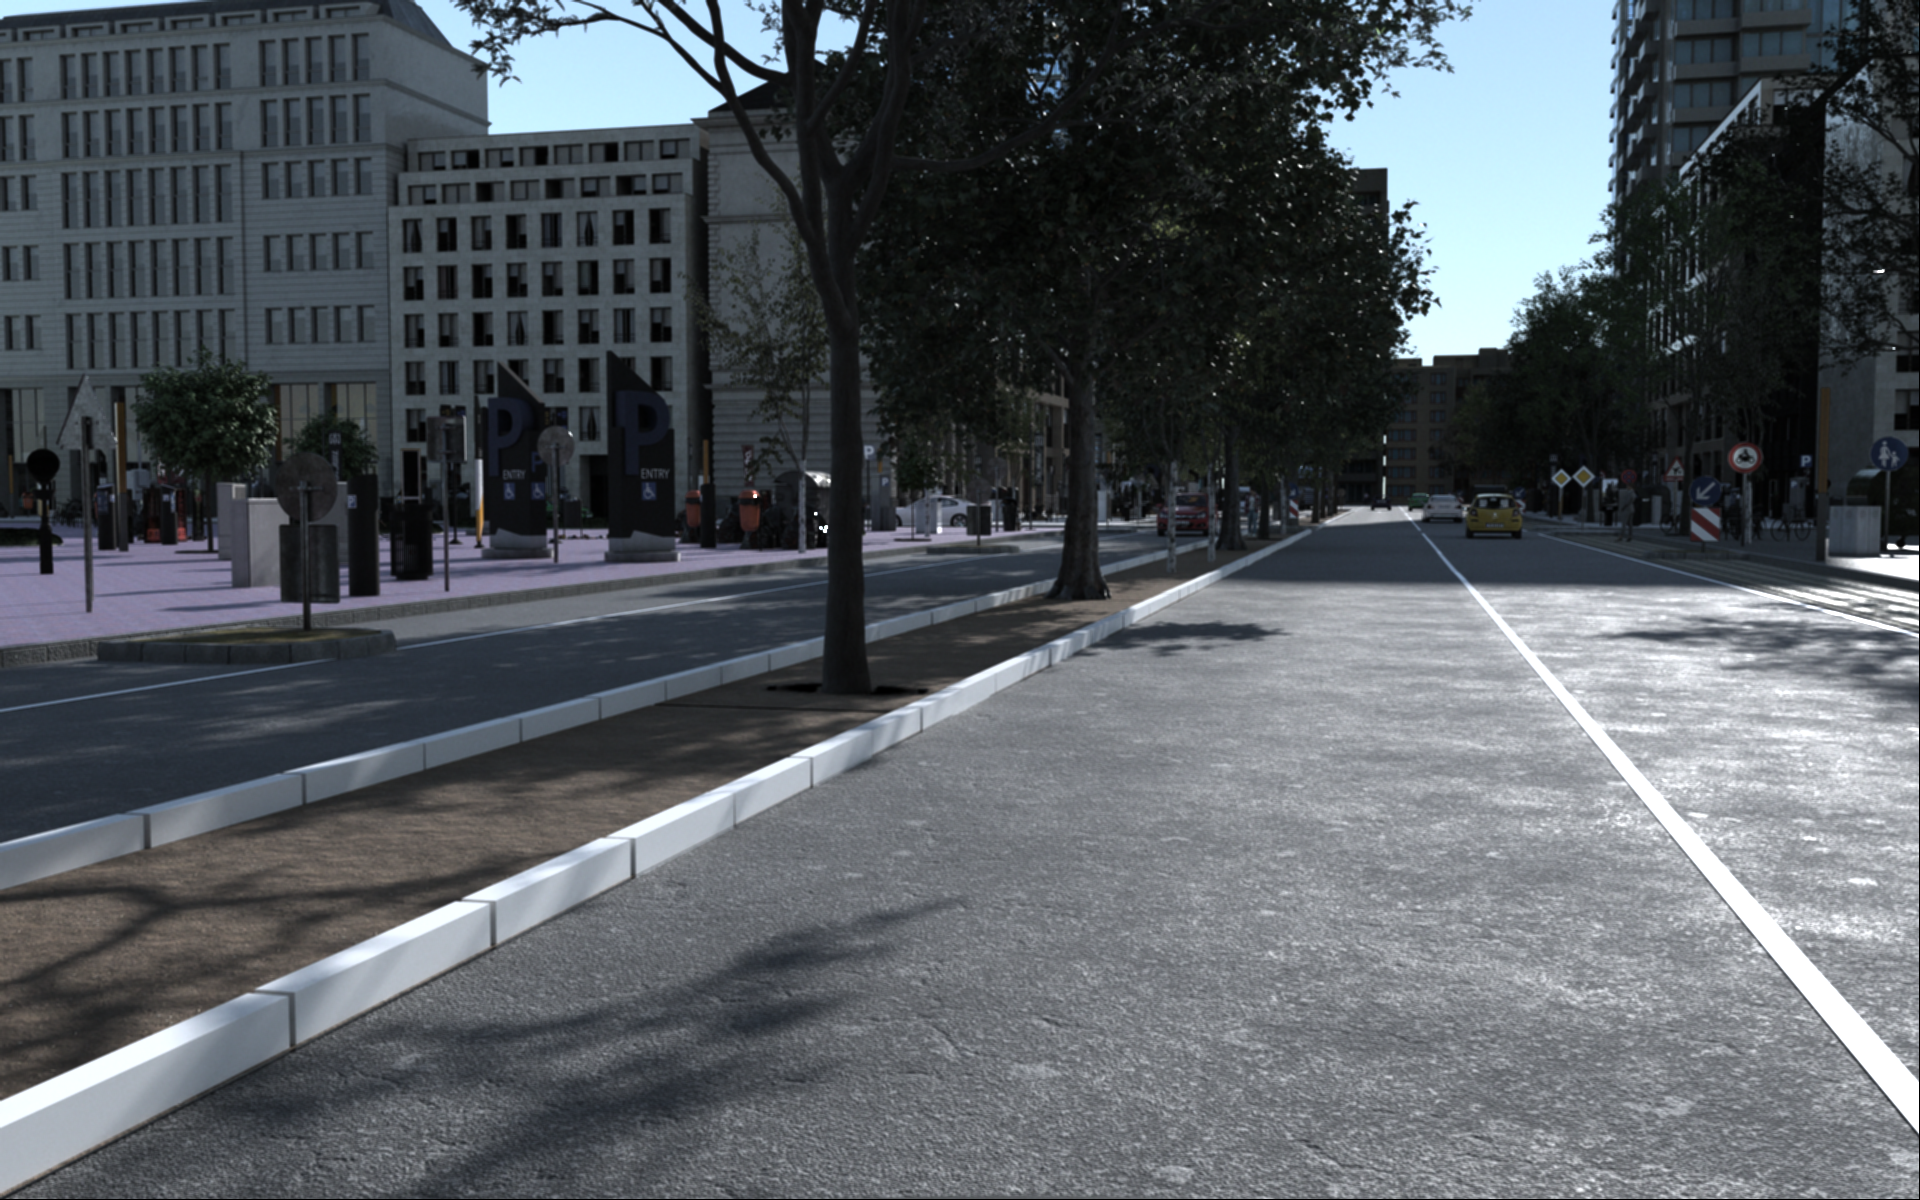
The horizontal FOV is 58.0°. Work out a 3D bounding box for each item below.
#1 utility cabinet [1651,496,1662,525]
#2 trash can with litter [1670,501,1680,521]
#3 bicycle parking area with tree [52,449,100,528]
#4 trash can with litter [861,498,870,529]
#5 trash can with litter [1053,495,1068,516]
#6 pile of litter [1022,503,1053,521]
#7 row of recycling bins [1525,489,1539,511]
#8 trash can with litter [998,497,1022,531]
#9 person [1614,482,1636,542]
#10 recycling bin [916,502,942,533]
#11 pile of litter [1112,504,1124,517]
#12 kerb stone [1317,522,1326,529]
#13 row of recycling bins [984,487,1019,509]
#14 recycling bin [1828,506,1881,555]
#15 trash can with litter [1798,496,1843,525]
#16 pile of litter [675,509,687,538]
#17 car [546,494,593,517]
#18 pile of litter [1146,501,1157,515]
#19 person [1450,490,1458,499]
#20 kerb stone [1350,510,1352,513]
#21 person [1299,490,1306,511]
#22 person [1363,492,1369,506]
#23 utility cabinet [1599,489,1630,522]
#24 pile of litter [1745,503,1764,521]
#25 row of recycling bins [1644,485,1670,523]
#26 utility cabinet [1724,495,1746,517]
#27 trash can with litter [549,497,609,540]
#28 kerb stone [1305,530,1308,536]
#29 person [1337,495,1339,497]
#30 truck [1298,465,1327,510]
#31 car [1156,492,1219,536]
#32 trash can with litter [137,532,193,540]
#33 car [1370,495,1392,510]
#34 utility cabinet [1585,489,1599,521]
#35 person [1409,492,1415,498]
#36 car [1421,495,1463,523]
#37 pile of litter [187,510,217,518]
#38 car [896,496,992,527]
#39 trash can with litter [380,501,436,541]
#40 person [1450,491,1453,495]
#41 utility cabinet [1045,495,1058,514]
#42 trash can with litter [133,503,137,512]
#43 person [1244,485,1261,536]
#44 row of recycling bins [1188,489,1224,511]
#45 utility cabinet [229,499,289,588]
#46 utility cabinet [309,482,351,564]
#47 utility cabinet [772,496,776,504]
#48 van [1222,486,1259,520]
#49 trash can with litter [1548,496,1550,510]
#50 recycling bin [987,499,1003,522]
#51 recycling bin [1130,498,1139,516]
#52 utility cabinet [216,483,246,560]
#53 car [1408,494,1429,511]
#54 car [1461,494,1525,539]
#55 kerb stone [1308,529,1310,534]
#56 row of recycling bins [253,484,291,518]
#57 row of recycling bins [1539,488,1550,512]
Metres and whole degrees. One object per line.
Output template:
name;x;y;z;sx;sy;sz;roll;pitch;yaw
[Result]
utility cabinet;28.995;-3.726;72.085;0.306;1.237;1.020;1;4;17
trash can with litter;33.332;-4.274;81.267;0.624;1.170;1.055;-2;4;-33
bicycle parking area with tree;-36.092;-4.875;66.715;8.231;4.147;9.016;-1;4;-18
trash can with litter;-3.466;-2.869;58.300;0.624;1.170;1.055;1;4;13
trash can with litter;6.442;-5.646;103.363;2.233;1.210;1.678;3;4;38
pile of litter;3.723;-4.297;84.224;1.176;0.858;1.719;-3;5;-40
row of recycling bins;42.948;-7.488;129.536;1.069;1.692;3.534;1;4;11
trash can with litter;1.762;-2.972;59.986;0.624;1.170;1.055;1;4;21
person;19.887;-2.631;51.790;0.573;1.790;0.520;1;4;22
recycling bin;-1.026;-2.705;56.773;0.722;1.027;0.722;1;4;13
pile of litter;8.790;-5.022;96.071;1.176;0.858;1.719;0;4;-3
kerb stone;15.479;-3.178;74.154;0.120;0.150;1.000;1;4;14
row of recycling bins;1.911;-5.367;94.869;1.069;1.692;3.534;3;5;42
recycling bin;18.941;-1.475;36.669;0.722;1.027;0.722;-1;4;-20
trash can with litter;35.851;-3.701;71.568;1.678;1.210;2.233;-3;4;-39
pile of litter;-8.390;-2.275;51.167;1.176;0.858;1.719;2;4;30
car;-18.112;-4.019;74.503;4.718;1.807;1.959;1;4;13
pile of litter;11.540;-5.654;106.405;1.176;0.858;1.719;-2;4;-33
person;47.164;-9.609;165.591;1.348;1.826;0.705;-2;4;-27
kerb stone;27.312;-6.100;121.924;0.120;0.150;1.000;1;4;14
person;28.336;-8.236;143.338;0.592;1.802;0.473;-1;4;-9
person;50.822;-12.688;216.879;0.436;1.711;0.756;-2;4;-31
utility cabinet;29.984;-4.314;79.218;1.173;1.500;0.318;1;4;9
pile of litter;38.199;-4.247;83.407;1.176;0.858;1.719;3;4;39
row of recycling bins;30.944;-4.291;77.271;1.069;1.692;3.534;1;4;14
utility cabinet;38.031;-4.511;84.922;1.020;1.237;0.306;1;4;22
trash can with litter;-10.684;-2.343;49.358;2.233;1.210;1.678;0;4;2
kerb stone;11.414;-2.173;57.727;0.120;0.150;1.000;1;4;14
person;47.315;-12.735;216.585;0.709;1.838;0.599;3;4;37
truck;33.777;-10.803;166.386;2.967;4.110;18.799;1;4;12
car;7.919;-3.120;60.046;2.155;1.783;4.494;1;4;14
trash can with litter;-22.415;-2.300;48.665;2.233;1.210;1.678;1;4;9
car;37.460;-8.654;154.070;1.945;1.354;3.894;1;4;13
utility cabinet;30.297;-4.504;82.317;0.318;1.500;1.173;-2;4;-31
person;54.294;-12.122;207.421;0.721;1.735;1.217;-3;4;-36
car;24.449;-4.615;87.824;2.083;1.381;4.827;1;4;13
pile of litter;-41.247;-4.890;93.921;1.719;0.858;1.176;1;4;11
car;-1.080;-3.539;70.223;4.827;1.381;2.083;1;4;14
trash can with litter;-15.265;-2.247;47.794;1.678;1.210;2.233;-2;4;-35
person;54.488;-11.175;191.884;0.621;1.740;0.551;0;4;-1
utility cabinet;5.998;-6.210;112.701;1.020;1.237;0.306;3;5;41
trash can with litter;-29.690;-3.118;62.373;1.055;1.170;0.624;-3;4;-38
person;9.895;-3.007;58.496;0.563;1.720;0.643;2;4;24
row of recycling bins;19.084;-7.722;133.364;3.534;1.692;1.069;3;5;39
utility cabinet;-9.787;-0.800;24.235;0.306;1.237;1.020;1;4;11
utility cabinet;-11.328;-1.402;31.594;0.318;1.500;1.173;3;5;43
utility cabinet;-6.764;-3.271;64.642;0.306;1.237;1.020;-3;5;-42
van;15.218;-5.297;93.624;2.013;2.044;4.112;1;4;14
trash can with litter;40.932;-6.622;119.650;0.624;1.170;1.055;1;4;17
recycling bin;1.658;-4.192;81.099;0.722;1.027;0.722;2;4;29
recycling bin;10.430;-5.444;101.558;0.722;1.027;0.722;-2;4;-26
utility cabinet;-14.245;-1.544;33.927;0.318;1.500;1.173;-1;4;-11
car;38.894;-8.424;146.525;1.959;1.807;4.718;1;4;13
car;17.519;-2.855;56.906;2.015;1.641;3.980;1;4;15
kerb stone;11.900;-2.291;59.713;0.120;0.150;1.000;1;4;14
row of recycling bins;-26.770;-3.854;70.128;3.534;1.692;1.069;-1;4;-10
row of recycling bins;42.930;-7.214;125.069;1.069;1.692;3.534;1;4;8
